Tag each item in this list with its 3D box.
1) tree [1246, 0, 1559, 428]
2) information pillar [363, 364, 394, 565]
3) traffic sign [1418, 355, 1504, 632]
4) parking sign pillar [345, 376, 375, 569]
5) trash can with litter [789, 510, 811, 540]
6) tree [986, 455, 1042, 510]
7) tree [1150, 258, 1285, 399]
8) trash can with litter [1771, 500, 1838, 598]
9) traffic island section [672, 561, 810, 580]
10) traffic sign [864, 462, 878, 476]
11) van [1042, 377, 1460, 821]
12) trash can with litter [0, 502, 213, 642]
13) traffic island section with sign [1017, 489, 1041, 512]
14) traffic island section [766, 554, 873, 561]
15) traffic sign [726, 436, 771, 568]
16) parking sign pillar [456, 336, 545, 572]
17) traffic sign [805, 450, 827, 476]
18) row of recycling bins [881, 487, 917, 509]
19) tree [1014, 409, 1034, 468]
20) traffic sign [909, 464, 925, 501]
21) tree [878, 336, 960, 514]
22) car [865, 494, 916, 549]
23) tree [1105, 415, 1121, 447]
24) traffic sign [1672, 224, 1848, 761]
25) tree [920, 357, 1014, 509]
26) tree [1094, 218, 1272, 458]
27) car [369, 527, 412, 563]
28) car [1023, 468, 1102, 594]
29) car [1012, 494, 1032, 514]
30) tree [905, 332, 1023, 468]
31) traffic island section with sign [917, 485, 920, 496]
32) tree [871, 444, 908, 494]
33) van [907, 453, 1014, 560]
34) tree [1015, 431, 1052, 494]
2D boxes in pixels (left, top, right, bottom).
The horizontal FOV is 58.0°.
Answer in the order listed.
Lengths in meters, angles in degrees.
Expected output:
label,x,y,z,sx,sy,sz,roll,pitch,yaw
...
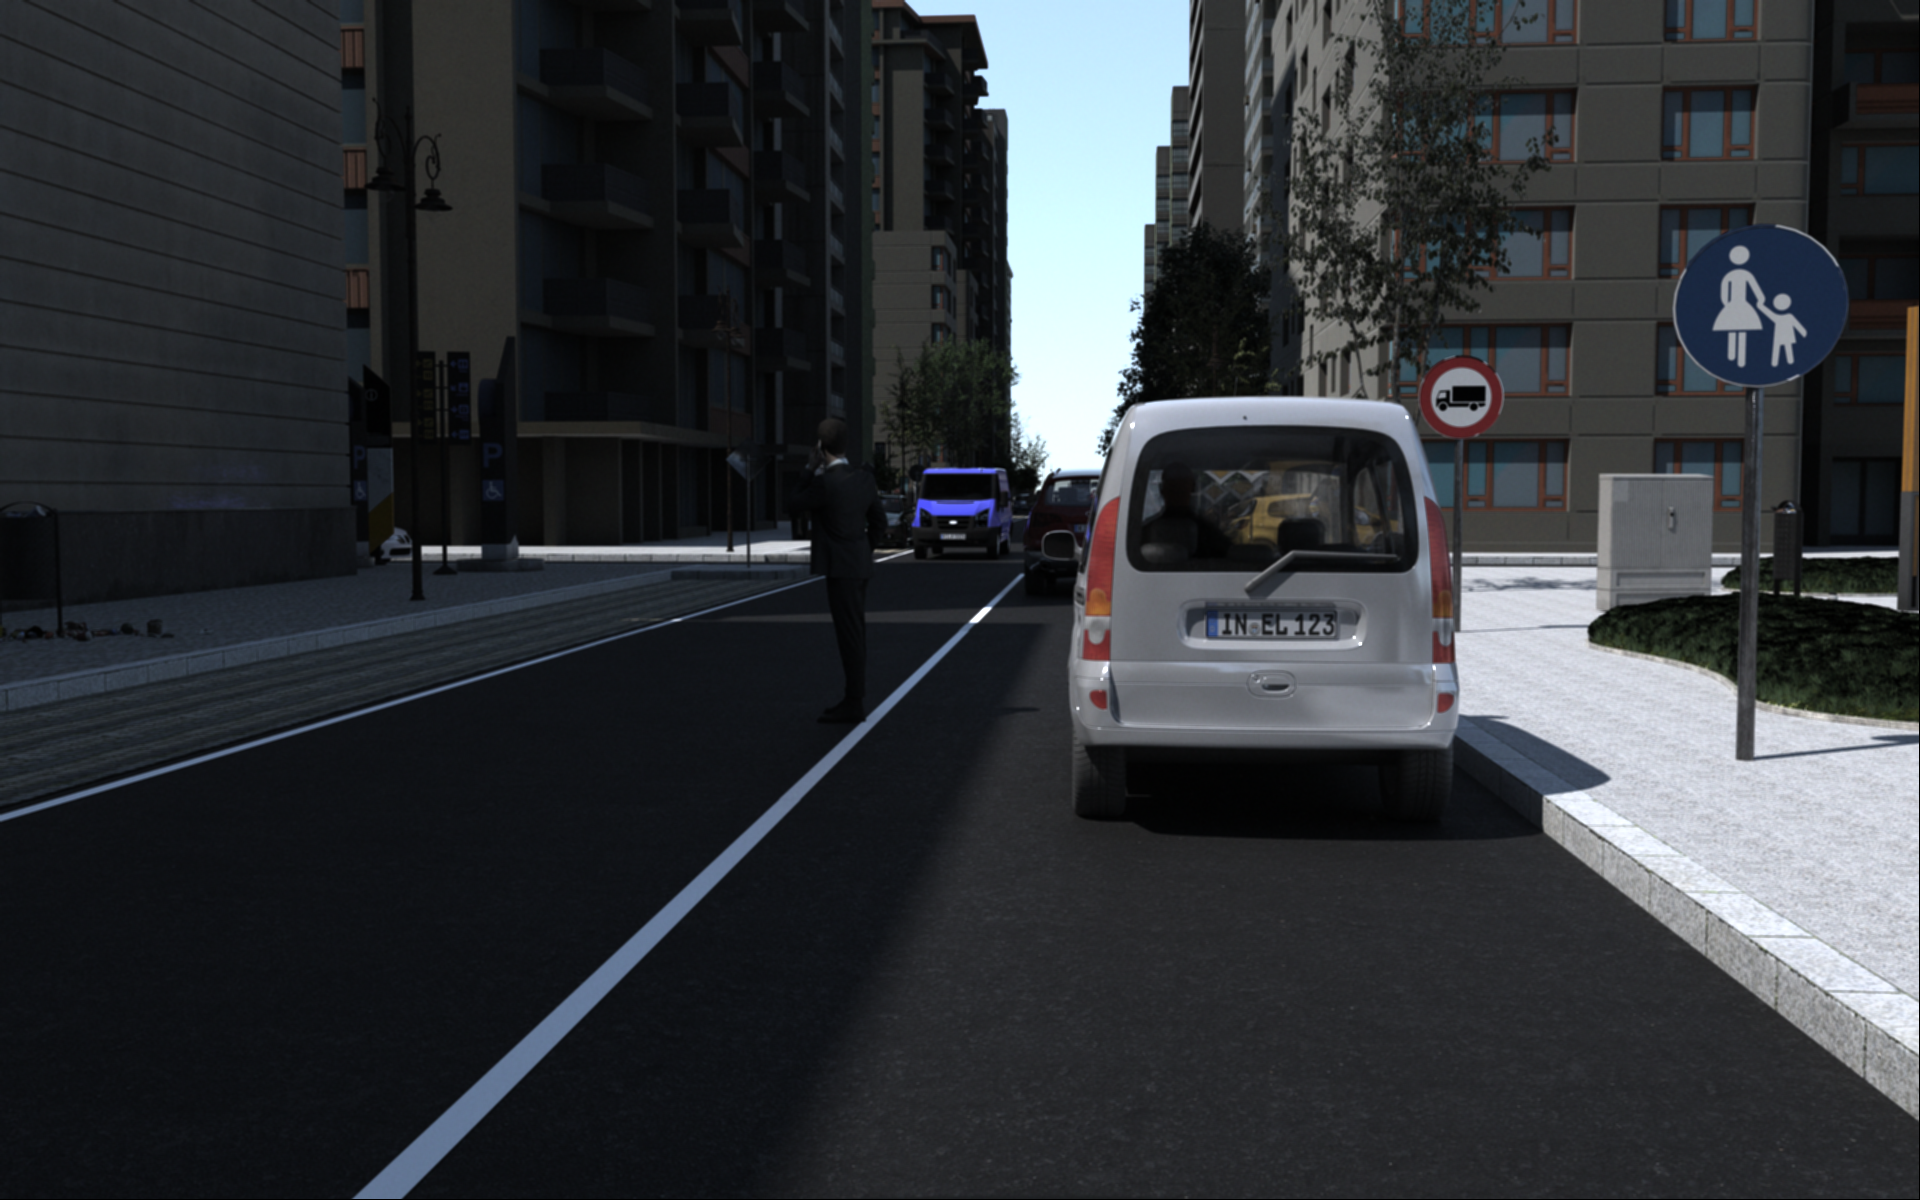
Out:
label,x,y,z,sx,sy,sz,roll,pitch,yaw
tree,5.737,-4.404,22.370,4.360,8.622,3.978,0,3,0
information pillar,-10.481,-2.437,31.199,0.504,3.616,0.183,0,4,-3
traffic sign,4.609,-0.973,16.015,0.768,2.556,0.104,0,4,5
parking sign pillar,-10.973,-2.546,30.107,1.447,3.967,1.447,1,4,19
trash can with litter,-4.244,-2.254,48.236,1.055,1.170,0.624,2,4,34
tree,3.542,-9.585,140.429,4.285,4.588,4.351,0,3,0
tree,8.132,-6.410,55.164,4.737,8.622,4.395,0,3,0
trash can with litter,9.263,-0.518,19.522,1.678,1.210,2.233,0,4,2
traffic island section,-3.700,-0.481,30.151,2.009,0.180,2.903,0,4,5
traffic sign,-3.316,-3.698,61.646,0.795,2.450,0.064,1,4,10
van,1.418,-0.122,9.015,2.013,2.044,4.112,0,4,4
trash can with litter,-7.914,-0.268,15.437,2.233,1.210,1.678,-1,4,-12
traffic island section with sign,5.330,-7.861,137.156,1.989,1.847,2.006,0,4,5
traffic island section,-3.029,-0.968,38.108,2.009,0.180,2.903,0,4,5
traffic sign,-3.676,-1.617,30.087,0.795,2.450,0.064,0,4,5
parking sign pillar,-7.737,-2.482,29.056,1.447,3.967,1.447,0,4,-6
traffic sign,-3.005,-2.104,38.044,0.795,2.450,0.064,0,4,5
row of recycling bins,-4.210,-6.120,107.167,3.534,1.692,1.069,1,4,15
tree,4.472,-12.276,151.067,4.360,8.622,3.978,0,3,0
traffic sign,-1.809,-4.503,73.728,0.768,2.556,0.104,1,4,9
tree,-2.092,-8.009,81.306,4.737,8.622,4.395,0,3,0
car,-2.136,-2.237,46.361,2.009,1.686,4.222,0,4,6
tree,20.058,-16.507,195.640,9.928,11.665,9.643,0,3,0
traffic sign,3.790,-0.500,8.286,0.768,2.556,0.104,1,4,14
tree,-0.155,-8.737,93.209,4.360,8.622,3.978,0,3,0
tree,10.393,-9.484,72.077,9.611,12.733,9.660,0,3,0
car,-13.362,-1.355,34.513,4.827,1.381,2.083,0,4,5
car,2.091,-1.069,26.157,2.281,1.827,5.304,0,4,6
car,4.841,-7.132,128.612,2.014,1.417,4.499,0,4,3
tree,0.088,-11.286,110.287,9.928,11.665,9.643,0,3,0
traffic island section with sign,-1.161,-3.157,60.248,1.989,1.847,2.006,0,4,5
tree,-3.072,-4.373,66.096,1.663,3.219,1.824,0,3,0
van,0.101,-2.163,39.747,2.240,2.365,5.245,0,4,6
tree,8.492,-15.367,201.615,4.737,8.622,4.395,0,3,0
